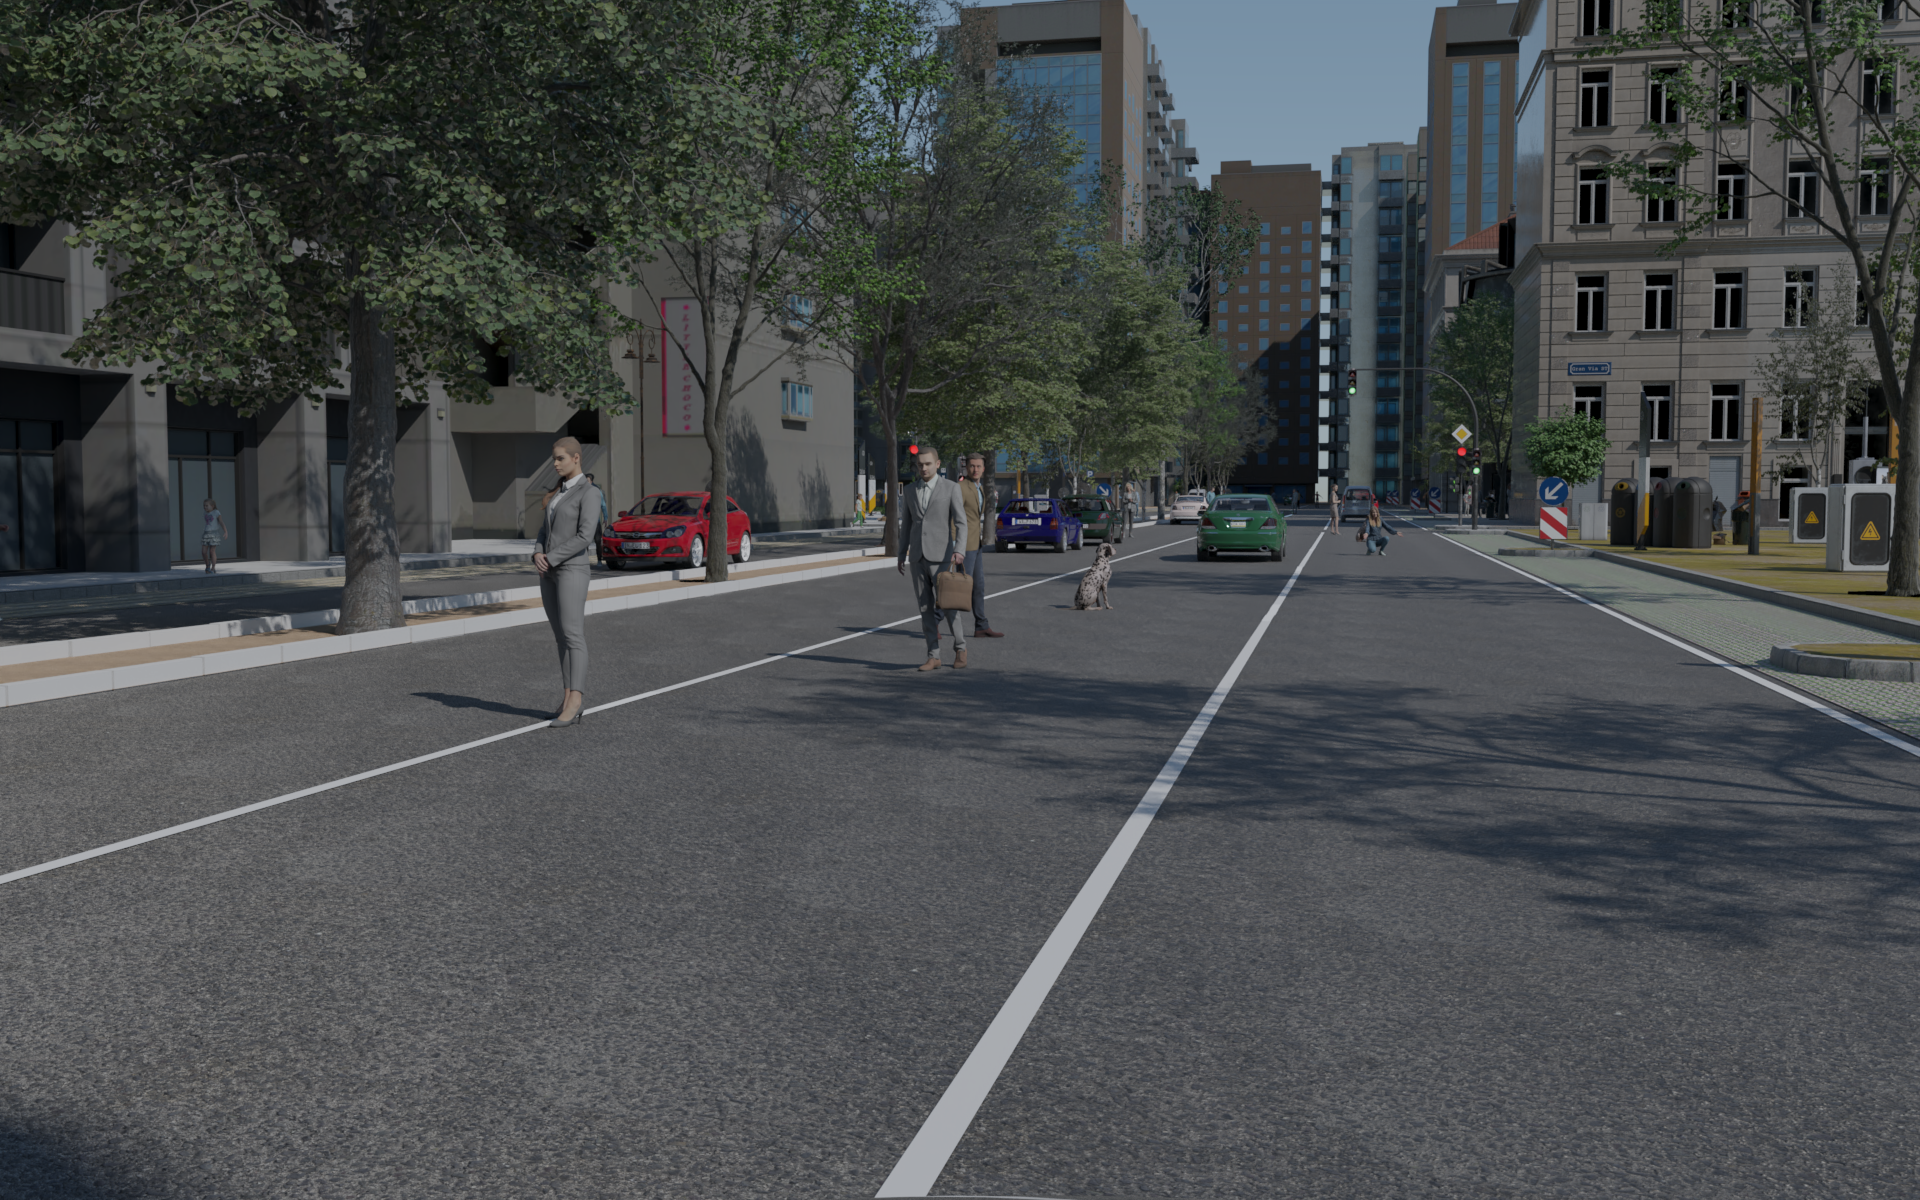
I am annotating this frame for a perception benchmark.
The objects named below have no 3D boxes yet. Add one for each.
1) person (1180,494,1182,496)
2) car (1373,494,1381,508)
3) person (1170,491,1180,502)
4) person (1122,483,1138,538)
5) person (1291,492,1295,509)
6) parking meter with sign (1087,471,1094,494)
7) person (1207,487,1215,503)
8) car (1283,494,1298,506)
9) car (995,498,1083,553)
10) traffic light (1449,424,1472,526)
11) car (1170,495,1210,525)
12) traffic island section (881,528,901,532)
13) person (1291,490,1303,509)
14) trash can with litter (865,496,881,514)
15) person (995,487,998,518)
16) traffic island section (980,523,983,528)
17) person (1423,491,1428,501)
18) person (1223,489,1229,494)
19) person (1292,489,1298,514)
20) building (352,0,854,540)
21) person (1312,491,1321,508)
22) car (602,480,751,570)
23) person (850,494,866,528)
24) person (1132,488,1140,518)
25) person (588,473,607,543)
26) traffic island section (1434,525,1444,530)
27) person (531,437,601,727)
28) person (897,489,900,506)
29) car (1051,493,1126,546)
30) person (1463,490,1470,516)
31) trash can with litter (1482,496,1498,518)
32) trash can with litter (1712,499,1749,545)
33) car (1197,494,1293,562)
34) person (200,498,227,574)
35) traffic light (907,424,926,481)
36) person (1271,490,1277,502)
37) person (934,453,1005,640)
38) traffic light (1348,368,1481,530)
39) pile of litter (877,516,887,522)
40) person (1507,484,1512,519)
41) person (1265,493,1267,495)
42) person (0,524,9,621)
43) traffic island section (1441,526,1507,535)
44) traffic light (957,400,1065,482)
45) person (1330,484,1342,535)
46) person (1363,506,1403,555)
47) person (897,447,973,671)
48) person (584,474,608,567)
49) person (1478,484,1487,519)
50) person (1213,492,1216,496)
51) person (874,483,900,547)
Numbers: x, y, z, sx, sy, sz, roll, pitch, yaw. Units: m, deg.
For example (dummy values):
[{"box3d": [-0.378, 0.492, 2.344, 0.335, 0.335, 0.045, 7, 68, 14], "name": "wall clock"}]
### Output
[{"box3d": [25.391, -11.698, 198.007, 0.721, 1.736, 1.217, -1, 4, -15], "name": "person"}, {"box3d": [26.351, -6.361, 113.046, 2.155, 1.783, 4.494, 1, 4, 12], "name": "car"}, {"box3d": [20.883, -9.665, 167.304, 1.217, 1.735, 0.721, 2, 4, 24], "name": "person"}, {"box3d": [5.619, -2.968, 57.216, 0.537, 1.800, 0.526, 0, 4, 8], "name": "person"}, {"box3d": [32.884, -9.868, 170.764, 0.541, 1.710, 0.530, 1, 4, 12], "name": "person"}, {"box3d": [9.328, -8.107, 128.818, 0.543, 3.016, 1.738, 2, 4, 29], "name": "parking meter with sign"}, {"box3d": [14.103, -5.438, 97.270, 0.638, 1.841, 0.748, -1, 4, -17], "name": "person"}, {"box3d": [41.443, -12.521, 216.514, 2.131, 1.459, 4.920, 1, 4, 12], "name": "car"}, {"box3d": [2.018, -1.884, 43.378, 1.945, 1.354, 3.894, 1, 4, 13], "name": "car"}, {"box3d": [20.147, -4.942, 69.716, 0.839, 4.253, 0.868, 1, 4, 13], "name": "traffic light"}, {"box3d": [10.955, -4.238, 81.651, 2.083, 1.381, 4.827, 1, 4, 12], "name": "car"}, {"box3d": [-1.704, -2.706, 66.521, 2.009, 0.180, 2.903, 1, 4, 13], "name": "traffic island section"}, {"box3d": [32.337, -9.619, 165.869, 1.348, 1.812, 0.705, -1, 4, -20], "name": "person"}, {"box3d": [-5.797, -6.259, 113.394, 2.233, 1.210, 1.678, -1, 4, -14], "name": "trash can with litter"}, {"box3d": [1.775, -5.253, 92.762, 0.563, 1.720, 0.643, -1, 4, -18], "name": "person"}, {"box3d": [0.039, -3.182, 74.314, 2.009, 0.180, 2.903, 1, 4, 13], "name": "traffic island section"}, {"box3d": [40.945, -8.868, 151.045, 0.705, 1.823, 1.348, -3, 5, -43], "name": "person"}, {"box3d": [20.893, -7.796, 136.144, 0.592, 1.802, 0.473, 2, 4, 26], "name": "person"}, {"box3d": [24.086, -7.095, 124.600, 0.391, 1.810, 0.635, -2, 4, -28], "name": "person"}, {"box3d": [-16.673, -26.536, 57.567, 21.600, 48.544, 21.300, 1, 4, 13], "name": "building"}, {"box3d": [37.614, -10.580, 182.200, 1.217, 1.743, 0.721, -1, 4, -12], "name": "person"}, {"box3d": [-5.531, -1.532, 34.090, 2.155, 1.783, 4.494, 1, 4, 12], "name": "car"}, {"box3d": [-3.841, -3.358, 65.193, 0.590, 1.304, 0.306, 0, 4, 0], "name": "person"}, {"box3d": [10.273, -5.682, 101.672, 0.793, 1.790, 0.793, 3, 5, 39], "name": "person"}, {"box3d": [-9.597, -2.379, 44.923, 0.713, 1.824, 0.794, 3, 5, 44], "name": "person"}, {"box3d": [20.183, -2.908, 69.821, 2.009, 0.180, 2.903, 1, 4, 13], "name": "traffic island section"}, {"box3d": [-2.533, -0.129, 10.887, 0.520, 1.790, 0.573, 2, 4, 28], "name": "person"}, {"box3d": [-2.903, -4.288, 76.337, 0.419, 1.800, 0.721, 2, 4, 35], "name": "person"}, {"box3d": [3.635, -2.407, 49.144, 2.009, 1.686, 4.222, 1, 4, 12], "name": "car"}, {"box3d": [29.235, -5.581, 99.882, 0.523, 1.515, 0.503, 1, 4, 20], "name": "person"}, {"box3d": [28.111, -4.891, 91.360, 1.055, 1.170, 0.624, -2, 4, -30], "name": "trash can with litter"}, {"box3d": [19.420, -1.968, 43.563, 1.055, 1.170, 0.624, 2, 4, 28], "name": "trash can with litter"}, {"box3d": [6.262, -1.620, 38.277, 2.131, 1.459, 4.920, 1, 4, 12], "name": "car"}, {"box3d": [-11.985, -1.028, 27.872, 0.505, 1.210, 0.382, 1, 4, 11], "name": "person"}, {"box3d": [-1.667, -4.737, 66.378, 0.839, 4.253, 0.868, 1, 4, 13], "name": "traffic light"}, {"box3d": [33.239, -10.715, 183.669, 1.348, 1.826, 0.705, -3, 5, -39], "name": "person"}, {"box3d": [0.044, -0.534, 17.137, 0.836, 1.842, 0.656, 0, 4, -8], "name": "person"}, {"box3d": [16.343, -5.356, 62.238, 4.771, 5.953, 1.251, 1, 4, 13], "name": "traffic light"}, {"box3d": [-3.352, -4.093, 80.888, 1.176, 0.858, 1.719, 1, 4, 17], "name": "pile of litter"}, {"box3d": [26.707, -4.735, 83.732, 0.573, 1.790, 0.520, 0, 4, -1], "name": "person"}, {"box3d": [39.178, -12.951, 221.712, 0.415, 1.643, 0.593, -2, 4, -30], "name": "person"}, {"box3d": [-10.984, -0.610, 19.305, 0.643, 1.720, 0.563, -1, 4, -13], "name": "person"}, {"box3d": [18.441, -2.431, 62.028, 2.009, 0.180, 2.903, 1, 4, 13], "name": "traffic island section"}, {"box3d": [2.136, -6.060, 73.749, 4.771, 5.953, 1.251, 1, 4, 13], "name": "traffic light"}, {"box3d": [13.166, -3.174, 60.738, 0.374, 1.781, 0.599, 0, 4, 0], "name": "person"}, {"box3d": [9.827, -1.617, 40.434, 1.012, 1.151, 0.738, 0, 4, -2], "name": "person"}, {"box3d": [-0.213, -0.333, 14.063, 0.709, 1.813, 0.853, 1, 4, 19], "name": "person"}, {"box3d": [-7.210, -1.552, 33.901, 0.660, 1.820, 0.620, 0, 4, -4], "name": "person"}, {"box3d": [26.937, -5.116, 89.871, 0.709, 1.800, 0.728, -3, 5, -41], "name": "person"}, {"box3d": [30.199, -12.068, 206.594, 1.217, 1.735, 0.721, -1, 4, -11], "name": "person"}, {"box3d": [-1.877, -2.267, 45.959, 0.834, 1.777, 0.661, 0, 4, -2], "name": "person"}]
